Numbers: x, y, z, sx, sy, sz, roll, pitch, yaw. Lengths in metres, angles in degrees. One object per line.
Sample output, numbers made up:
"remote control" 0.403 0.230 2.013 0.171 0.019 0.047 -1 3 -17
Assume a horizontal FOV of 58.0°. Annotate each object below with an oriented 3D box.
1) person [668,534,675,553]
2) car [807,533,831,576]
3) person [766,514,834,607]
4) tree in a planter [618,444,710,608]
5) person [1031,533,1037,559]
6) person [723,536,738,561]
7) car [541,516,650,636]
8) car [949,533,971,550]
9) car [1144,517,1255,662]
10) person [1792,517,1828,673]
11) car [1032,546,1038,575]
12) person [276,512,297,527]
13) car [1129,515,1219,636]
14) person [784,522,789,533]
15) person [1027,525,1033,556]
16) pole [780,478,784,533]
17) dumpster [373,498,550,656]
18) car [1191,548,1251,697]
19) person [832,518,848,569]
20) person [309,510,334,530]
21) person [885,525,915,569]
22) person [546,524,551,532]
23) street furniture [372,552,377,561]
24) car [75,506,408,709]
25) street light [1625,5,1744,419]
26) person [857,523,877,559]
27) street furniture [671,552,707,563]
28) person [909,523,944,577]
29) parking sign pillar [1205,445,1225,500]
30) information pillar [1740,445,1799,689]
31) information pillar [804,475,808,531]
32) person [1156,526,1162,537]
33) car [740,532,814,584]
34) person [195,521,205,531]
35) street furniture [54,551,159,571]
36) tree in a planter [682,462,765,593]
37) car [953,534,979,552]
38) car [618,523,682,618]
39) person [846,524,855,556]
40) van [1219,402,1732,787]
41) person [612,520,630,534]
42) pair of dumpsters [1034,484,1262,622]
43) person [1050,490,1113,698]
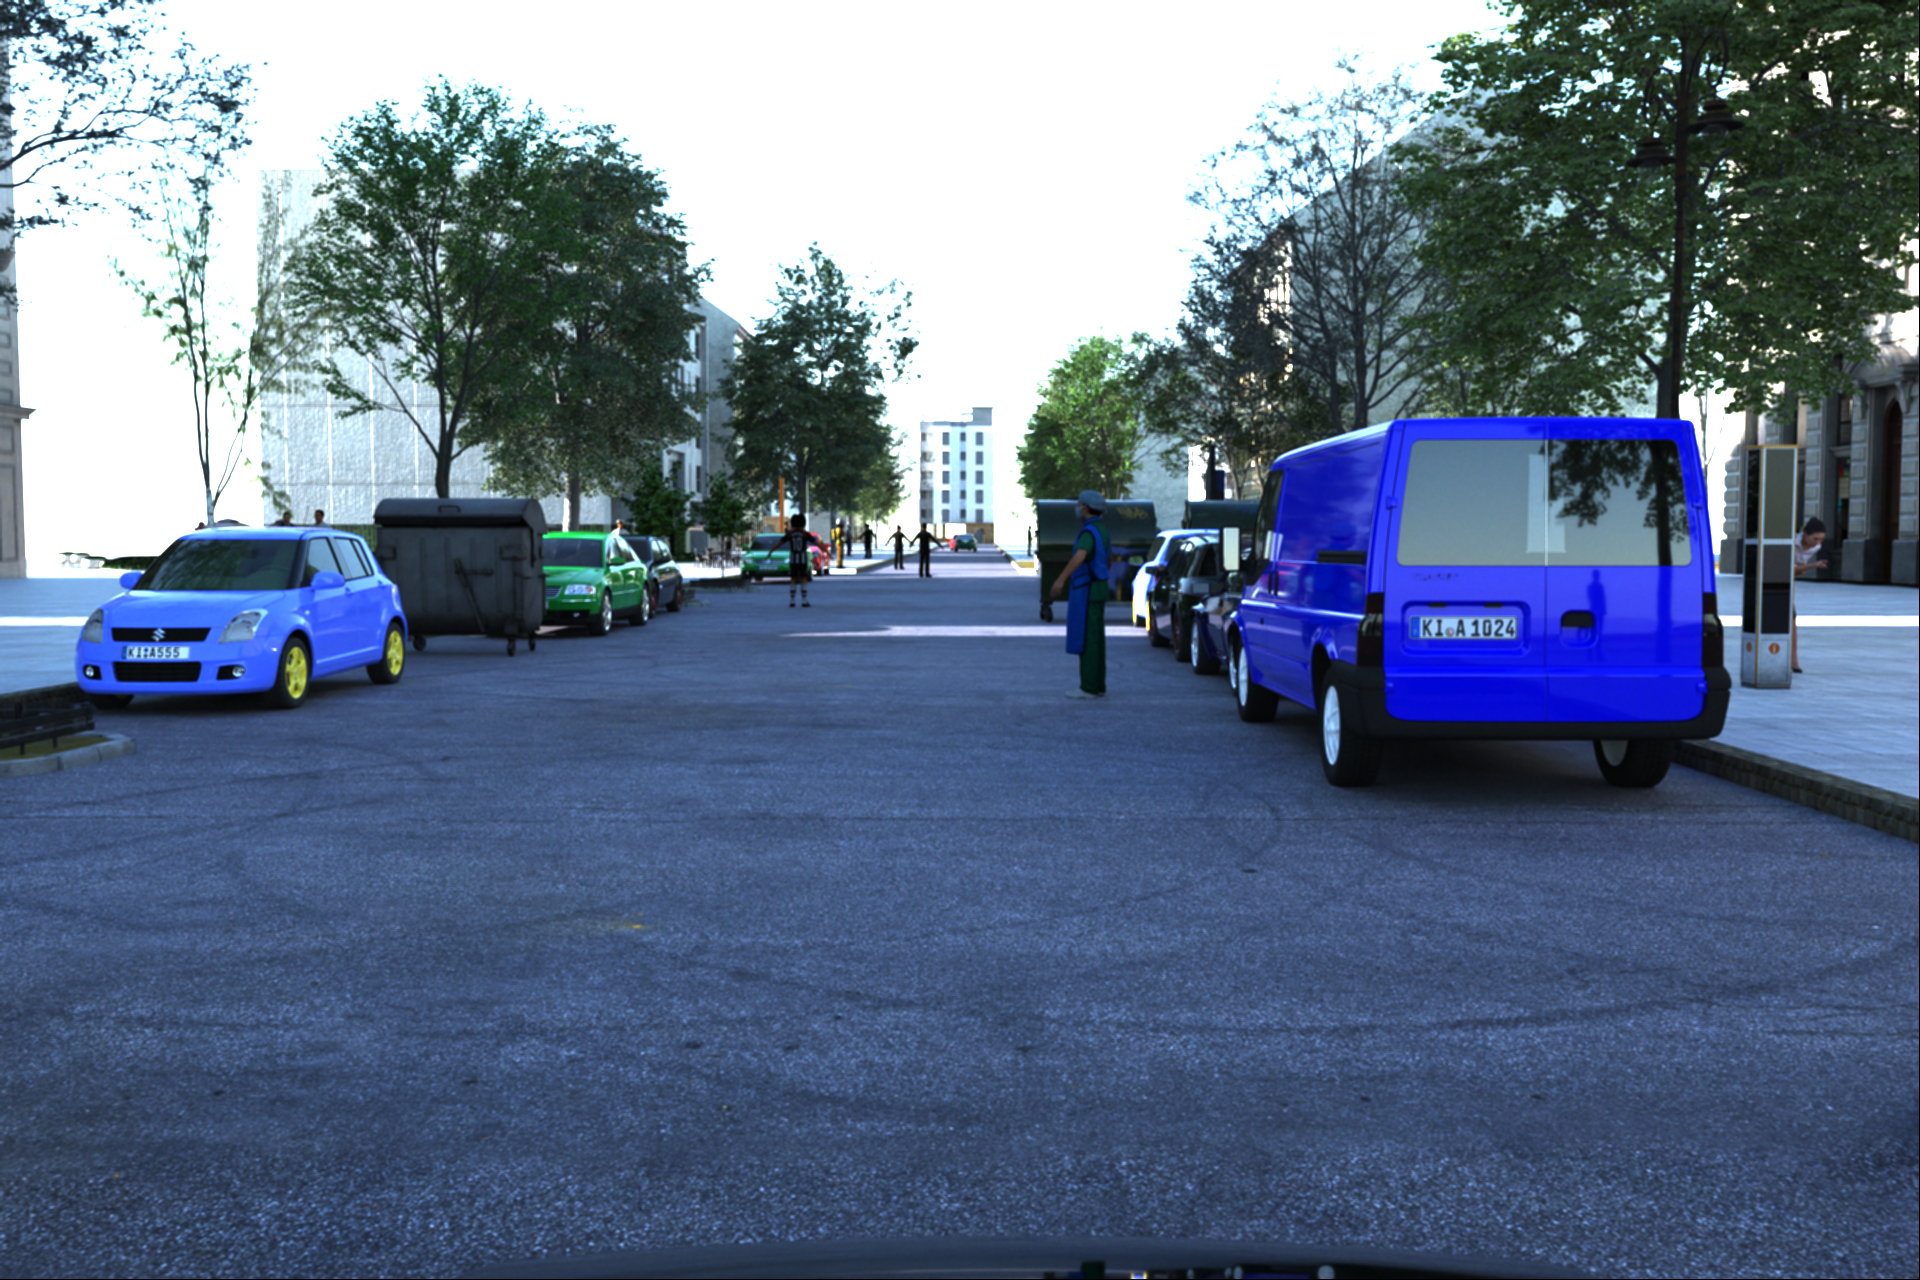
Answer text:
"person" -14.997 -5.080 89.775 0.721 1.740 1.216 0 4 0
"car" -5.524 -3.123 60.108 2.155 1.783 4.494 0 4 1
"person" -3.169 -1.559 34.088 1.345 1.843 0.704 0 4 5
"tree in a planter" -6.060 -2.281 34.513 1.991 3.239 1.994 0 4 2
"person" 4.070 -5.137 89.959 0.705 1.833 1.349 2 4 29
"person" -11.158 -4.740 83.630 0.705 1.813 1.348 2 4 24
"car" -5.819 -1.037 25.758 1.959 1.807 4.718 0 4 1
"car" 0.081 -8.785 152.679 2.155 1.783 4.494 0 4 1
"car" 3.277 -0.675 20.822 2.009 1.686 4.222 0 4 0
"person" 7.687 -0.416 16.036 0.799 1.438 0.628 3 5 43
"car" 3.660 -3.066 62.490 2.083 1.381 4.827 0 4 1
"person" -16.159 -2.177 41.637 1.345 1.823 0.704 -2 4 -27
"car" 3.489 -0.978 25.579 1.945 1.707 3.694 0 4 1
"person" -7.450 -4.192 74.682 0.704 1.812 1.346 1 4 9
"person" 4.044 -5.723 99.845 0.705 1.796 1.348 0 4 2
"pole" -6.482 -4.236 63.100 0.158 3.312 0.155 0 3 0
"dumpster" -5.966 -0.767 20.748 1.865 1.857 1.264 0 4 1
"car" 3.251 -0.242 16.531 1.945 1.354 3.894 0 4 0
"person" -4.365 -3.535 63.563 0.705 1.858 1.354 -1 4 -16
"person" -14.016 -1.941 37.884 1.344 1.810 0.704 1 4 10
"person" -2.471 -3.771 70.341 1.346 1.802 0.704 2 4 26
"person" -15.212 -3.476 63.301 1.216 1.772 0.721 -1 4 -10
"street furniture" -25.350 -3.711 76.299 5.734 0.657 10.072 0 4 -3
"car" -6.253 -0.350 15.313 1.945 1.707 3.694 0 4 1
"street light" 6.561 -2.634 15.862 0.468 5.910 1.993 0 4 1
"person" -4.839 -5.197 90.906 1.347 1.837 0.705 -3 5 -44
"street furniture" -15.983 -3.696 76.061 10.072 0.657 5.734 -3 4 -37
"person" -1.158 -2.984 57.476 1.346 1.802 0.704 2 4 30
"parking sign pillar" 7.756 -3.940 52.893 1.447 3.967 1.447 0 4 1
"information pillar" 6.730 -0.607 14.414 0.304 2.012 0.304 0 4 0
"information pillar" -6.095 -4.733 68.734 0.183 3.616 0.504 0 4 1
"person" 5.560 -2.731 50.483 1.345 1.849 0.704 -1 4 -21
"car" -5.387 -2.596 51.235 1.959 1.807 4.718 0 4 1
"person" -21.301 -2.518 48.682 0.593 1.643 0.415 3 5 44
"street furniture" -29.377 -2.965 64.108 10.072 0.657 5.734 3 5 42
"tree in a planter" -5.934 -2.813 43.210 1.991 3.239 1.994 0 4 1
"car" 0.465 -7.944 141.689 2.131 1.459 4.920 0 4 1
"car" -6.034 -1.275 30.636 2.009 1.686 4.222 0 4 1
"person" -6.346 -5.728 99.511 0.705 1.847 1.347 -1 4 -20
"van" 3.053 -0.433 11.457 2.240 2.365 5.245 0 4 0
"person" -11.706 -3.262 59.801 1.216 1.778 0.721 -1 4 -20
"pair of dumpsters" 3.439 -1.446 28.585 4.436 2.255 1.574 0 3 0
"person" 1.116 -0.406 15.221 0.704 1.817 1.347 1 4 22
